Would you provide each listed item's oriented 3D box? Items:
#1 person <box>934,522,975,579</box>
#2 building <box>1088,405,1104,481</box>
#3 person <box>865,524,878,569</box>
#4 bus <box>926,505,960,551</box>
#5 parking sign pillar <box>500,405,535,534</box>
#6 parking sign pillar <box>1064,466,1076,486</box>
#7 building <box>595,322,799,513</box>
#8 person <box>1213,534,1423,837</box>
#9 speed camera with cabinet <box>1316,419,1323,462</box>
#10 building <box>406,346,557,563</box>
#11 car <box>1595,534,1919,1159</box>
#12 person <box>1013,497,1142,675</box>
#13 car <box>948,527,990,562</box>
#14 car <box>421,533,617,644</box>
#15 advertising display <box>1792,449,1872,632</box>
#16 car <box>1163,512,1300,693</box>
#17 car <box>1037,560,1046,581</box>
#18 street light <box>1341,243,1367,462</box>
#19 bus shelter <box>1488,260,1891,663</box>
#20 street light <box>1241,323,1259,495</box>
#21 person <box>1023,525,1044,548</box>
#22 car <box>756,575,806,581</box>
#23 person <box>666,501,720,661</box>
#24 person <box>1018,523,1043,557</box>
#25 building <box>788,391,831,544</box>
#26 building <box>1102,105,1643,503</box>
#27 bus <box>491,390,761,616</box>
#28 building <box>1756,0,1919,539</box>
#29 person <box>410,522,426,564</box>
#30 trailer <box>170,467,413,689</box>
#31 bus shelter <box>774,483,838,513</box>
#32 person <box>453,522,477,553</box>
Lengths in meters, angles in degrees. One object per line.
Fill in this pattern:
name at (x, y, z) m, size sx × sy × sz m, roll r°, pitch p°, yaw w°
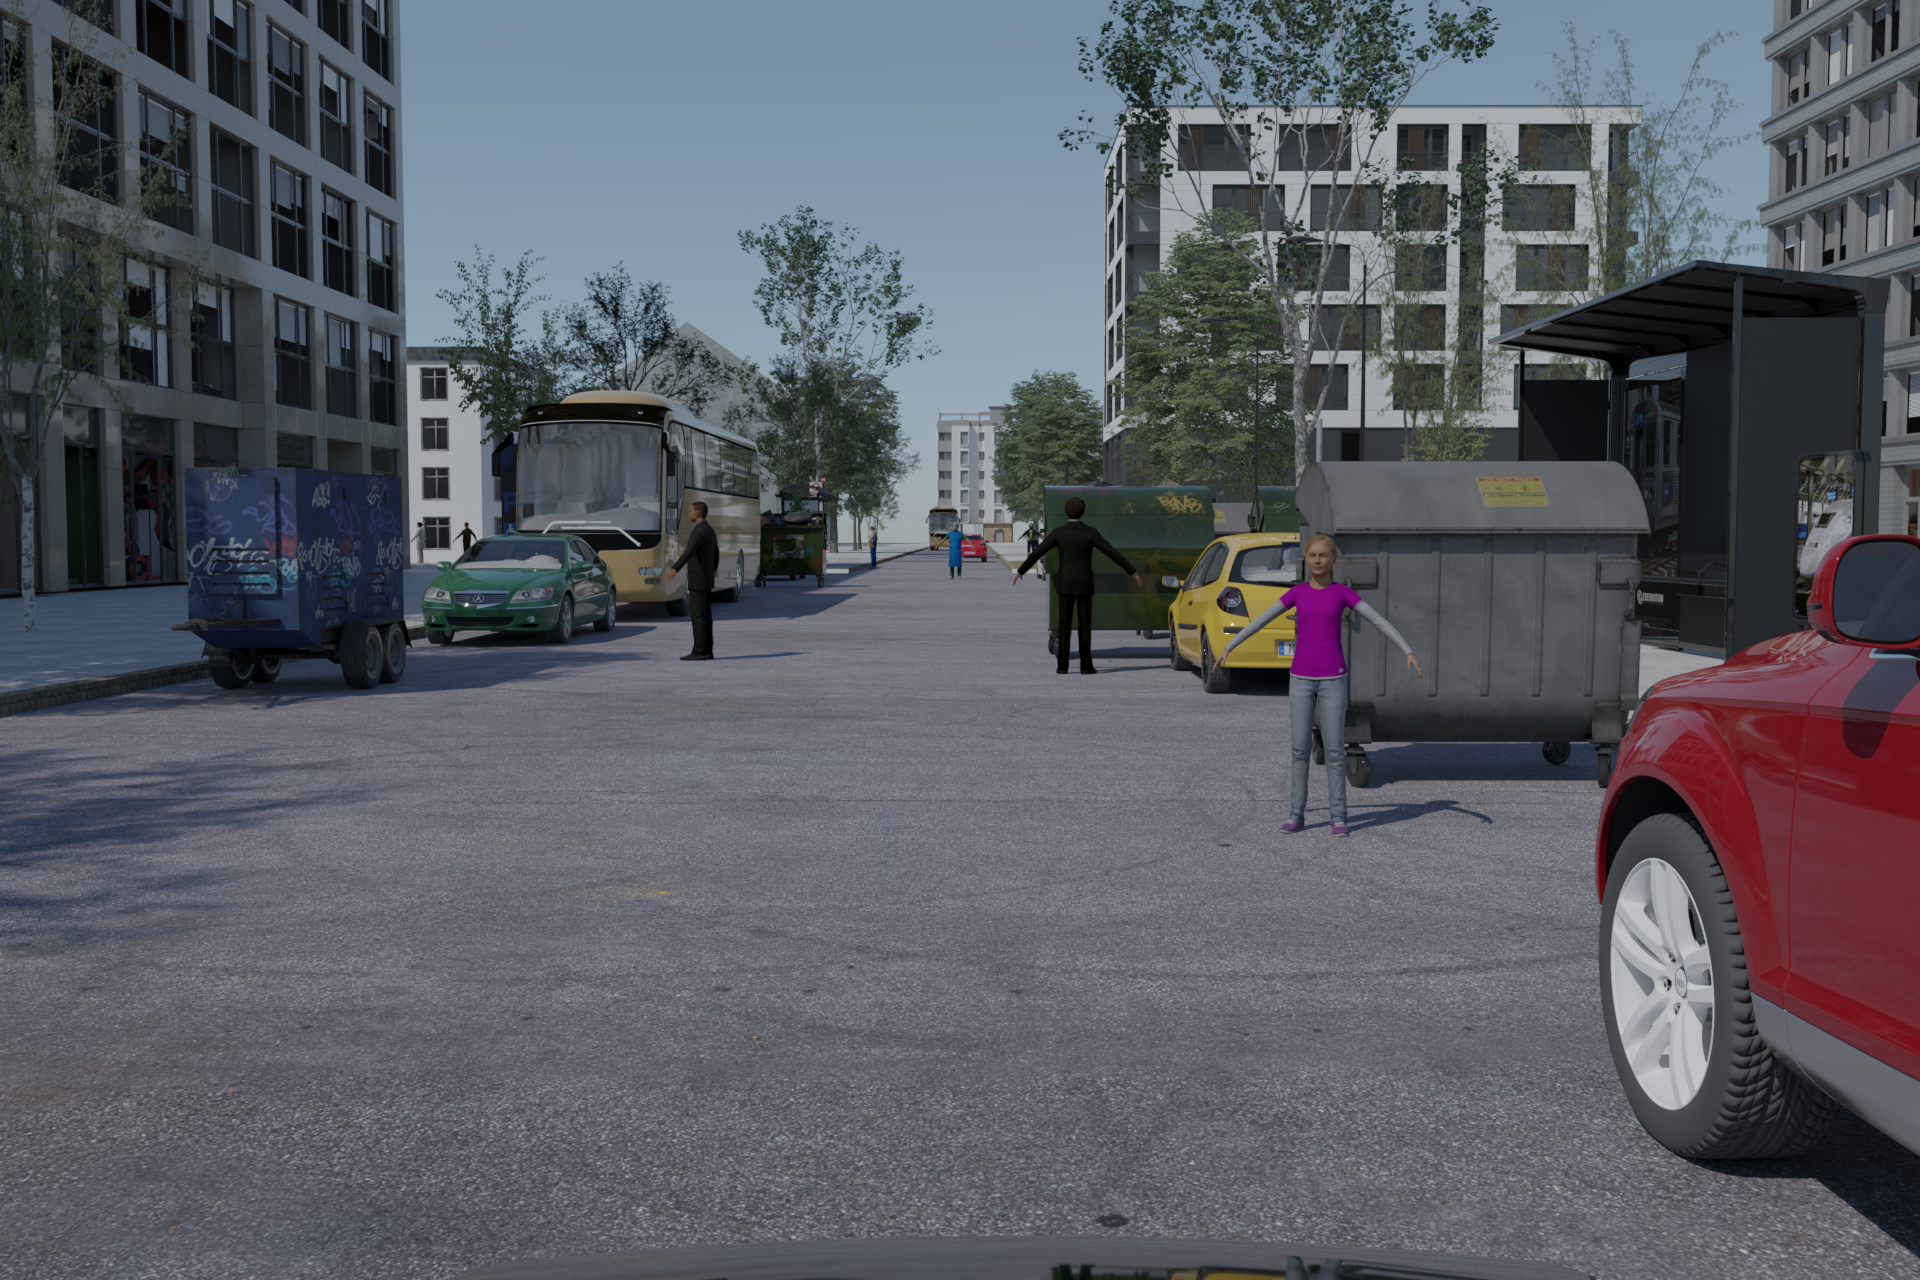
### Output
person at (-0.151, -2.850, 55.185) m, size 1.347 × 1.817 × 0.704 m, roll 1°, pitch 4°, yaw 15°
building at (26.425, -23.832, 220.588) m, size 19.493 × 23.208 × 18.063 m, roll 0°, pitch 4°, yaw 1°
person at (-3.607, -3.864, 71.492) m, size 0.705 × 1.847 × 1.347 m, roll 1°, pitch 4°, yaw 14°
bus at (-1.391, -9.850, 152.599) m, size 2.896 × 3.916 × 12.252 m, roll 0°, pitch 4°, yaw 0°
parking sign pillar at (-9.042, -2.878, 35.526) m, size 1.447 × 3.967 × 1.447 m, roll 0°, pitch 4°, yaw 0°
parking sign pillar at (4.384, -4.954, 69.472) m, size 1.447 × 3.967 × 1.447 m, roll 0°, pitch 4°, yaw 0°
building at (-28.033, -21.888, 188.791) m, size 19.493 × 23.208 × 18.063 m, roll 0°, pitch 4°, yaw 1°
person at (1.696, 0.213, 8.243) m, size 0.991 × 1.433 × 0.599 m, roll 1°, pitch 4°, yaw 22°
speed camera with cabinet at (6.347, -2.128, 29.125) m, size 0.660 × 3.252 × 2.038 m, roll 0°, pitch 4°, yaw 1°
building at (-25.849, -9.145, 91.665) m, size 9.099 × 9.664 × 28.070 m, roll 0°, pitch 4°, yaw 0°
car at (2.642, 0.384, 2.388) m, size 2.281 × 1.827 × 5.304 m, roll 0°, pitch 4°, yaw -1°
person at (1.186, -0.556, 17.736) m, size 1.347 × 1.806 × 0.705 m, roll 1°, pitch 4°, yaw 14°
car at (0.462, -4.884, 88.890) m, size 2.155 × 1.783 × 4.494 m, roll 0°, pitch 4°, yaw -1°
car at (-6.031, -0.754, 24.128) m, size 2.131 × 1.459 × 4.920 m, roll 0°, pitch 4°, yaw 0°
advertising display at (6.837, -0.514, 13.622) m, size 0.123 × 1.923 × 0.974 m, roll 0°, pitch 4°, yaw 1°
car at (3.056, -0.414, 16.997) m, size 2.015 × 1.641 × 3.980 m, roll 0°, pitch 4°, yaw 1°
car at (3.421, -2.565, 54.302) m, size 2.083 × 1.381 × 4.827 m, roll 0°, pitch 4°, yaw -1°
street light at (6.843, -3.336, 27.091) m, size 1.470 × 5.913 × 1.316 m, roll 0°, pitch 4°, yaw 0°
bus shelter at (7.202, -1.632, 17.968) m, size 1.731 × 3.624 × 6.357 m, roll 0°, pitch 4°, yaw 1°
street light at (6.916, -3.957, 37.230) m, size 1.470 × 5.913 × 1.316 m, roll 0°, pitch 4°, yaw 1°
person at (4.262, -5.662, 98.703) m, size 1.348 × 1.813 × 0.705 m, roll -1°, pitch 4°, yaw -9°
car at (-5.825, -2.698, 54.342) m, size 2.015 × 1.641 × 3.980 m, roll 0°, pitch 4°, yaw 1°
person at (-2.981, -0.675, 19.720) m, size 0.704 × 1.802 × 1.346 m, roll 1°, pitch 4°, yaw 13°
person at (3.562, -4.955, 86.789) m, size 1.354 × 1.856 × 0.705 m, roll 0°, pitch 4°, yaw 3°
building at (-25.761, -22.157, 228.723) m, size 16.747 × 18.905 × 31.486 m, roll 0°, pitch 4°, yaw 0°
building at (21.963, -15.608, 99.165) m, size 27.936 × 21.610 × 32.646 m, roll 0°, pitch 3°, yaw 0°
bus at (-5.872, -2.559, 33.391) m, size 2.896 × 3.916 × 12.252 m, roll 0°, pitch 4°, yaw 1°
building at (25.523, -11.731, 38.486) m, size 8.464 × 21.280 × 15.925 m, roll 0°, pitch 4°, yaw 1°
person at (-23.559, -4.238, 75.471) m, size 0.705 × 1.806 × 1.347 m, roll 0°, pitch 4°, yaw 7°
trailer at (-6.142, -0.523, 15.597) m, size 1.471 × 1.999 × 3.904 m, roll 0°, pitch 4°, yaw 1°
bus shelter at (-6.324, -4.766, 71.841) m, size 2.014 × 3.302 × 5.546 m, roll 0°, pitch 4°, yaw 2°
person at (-21.800, -4.302, 76.477) m, size 0.704 × 1.812 × 1.346 m, roll 2°, pitch 4°, yaw 33°
